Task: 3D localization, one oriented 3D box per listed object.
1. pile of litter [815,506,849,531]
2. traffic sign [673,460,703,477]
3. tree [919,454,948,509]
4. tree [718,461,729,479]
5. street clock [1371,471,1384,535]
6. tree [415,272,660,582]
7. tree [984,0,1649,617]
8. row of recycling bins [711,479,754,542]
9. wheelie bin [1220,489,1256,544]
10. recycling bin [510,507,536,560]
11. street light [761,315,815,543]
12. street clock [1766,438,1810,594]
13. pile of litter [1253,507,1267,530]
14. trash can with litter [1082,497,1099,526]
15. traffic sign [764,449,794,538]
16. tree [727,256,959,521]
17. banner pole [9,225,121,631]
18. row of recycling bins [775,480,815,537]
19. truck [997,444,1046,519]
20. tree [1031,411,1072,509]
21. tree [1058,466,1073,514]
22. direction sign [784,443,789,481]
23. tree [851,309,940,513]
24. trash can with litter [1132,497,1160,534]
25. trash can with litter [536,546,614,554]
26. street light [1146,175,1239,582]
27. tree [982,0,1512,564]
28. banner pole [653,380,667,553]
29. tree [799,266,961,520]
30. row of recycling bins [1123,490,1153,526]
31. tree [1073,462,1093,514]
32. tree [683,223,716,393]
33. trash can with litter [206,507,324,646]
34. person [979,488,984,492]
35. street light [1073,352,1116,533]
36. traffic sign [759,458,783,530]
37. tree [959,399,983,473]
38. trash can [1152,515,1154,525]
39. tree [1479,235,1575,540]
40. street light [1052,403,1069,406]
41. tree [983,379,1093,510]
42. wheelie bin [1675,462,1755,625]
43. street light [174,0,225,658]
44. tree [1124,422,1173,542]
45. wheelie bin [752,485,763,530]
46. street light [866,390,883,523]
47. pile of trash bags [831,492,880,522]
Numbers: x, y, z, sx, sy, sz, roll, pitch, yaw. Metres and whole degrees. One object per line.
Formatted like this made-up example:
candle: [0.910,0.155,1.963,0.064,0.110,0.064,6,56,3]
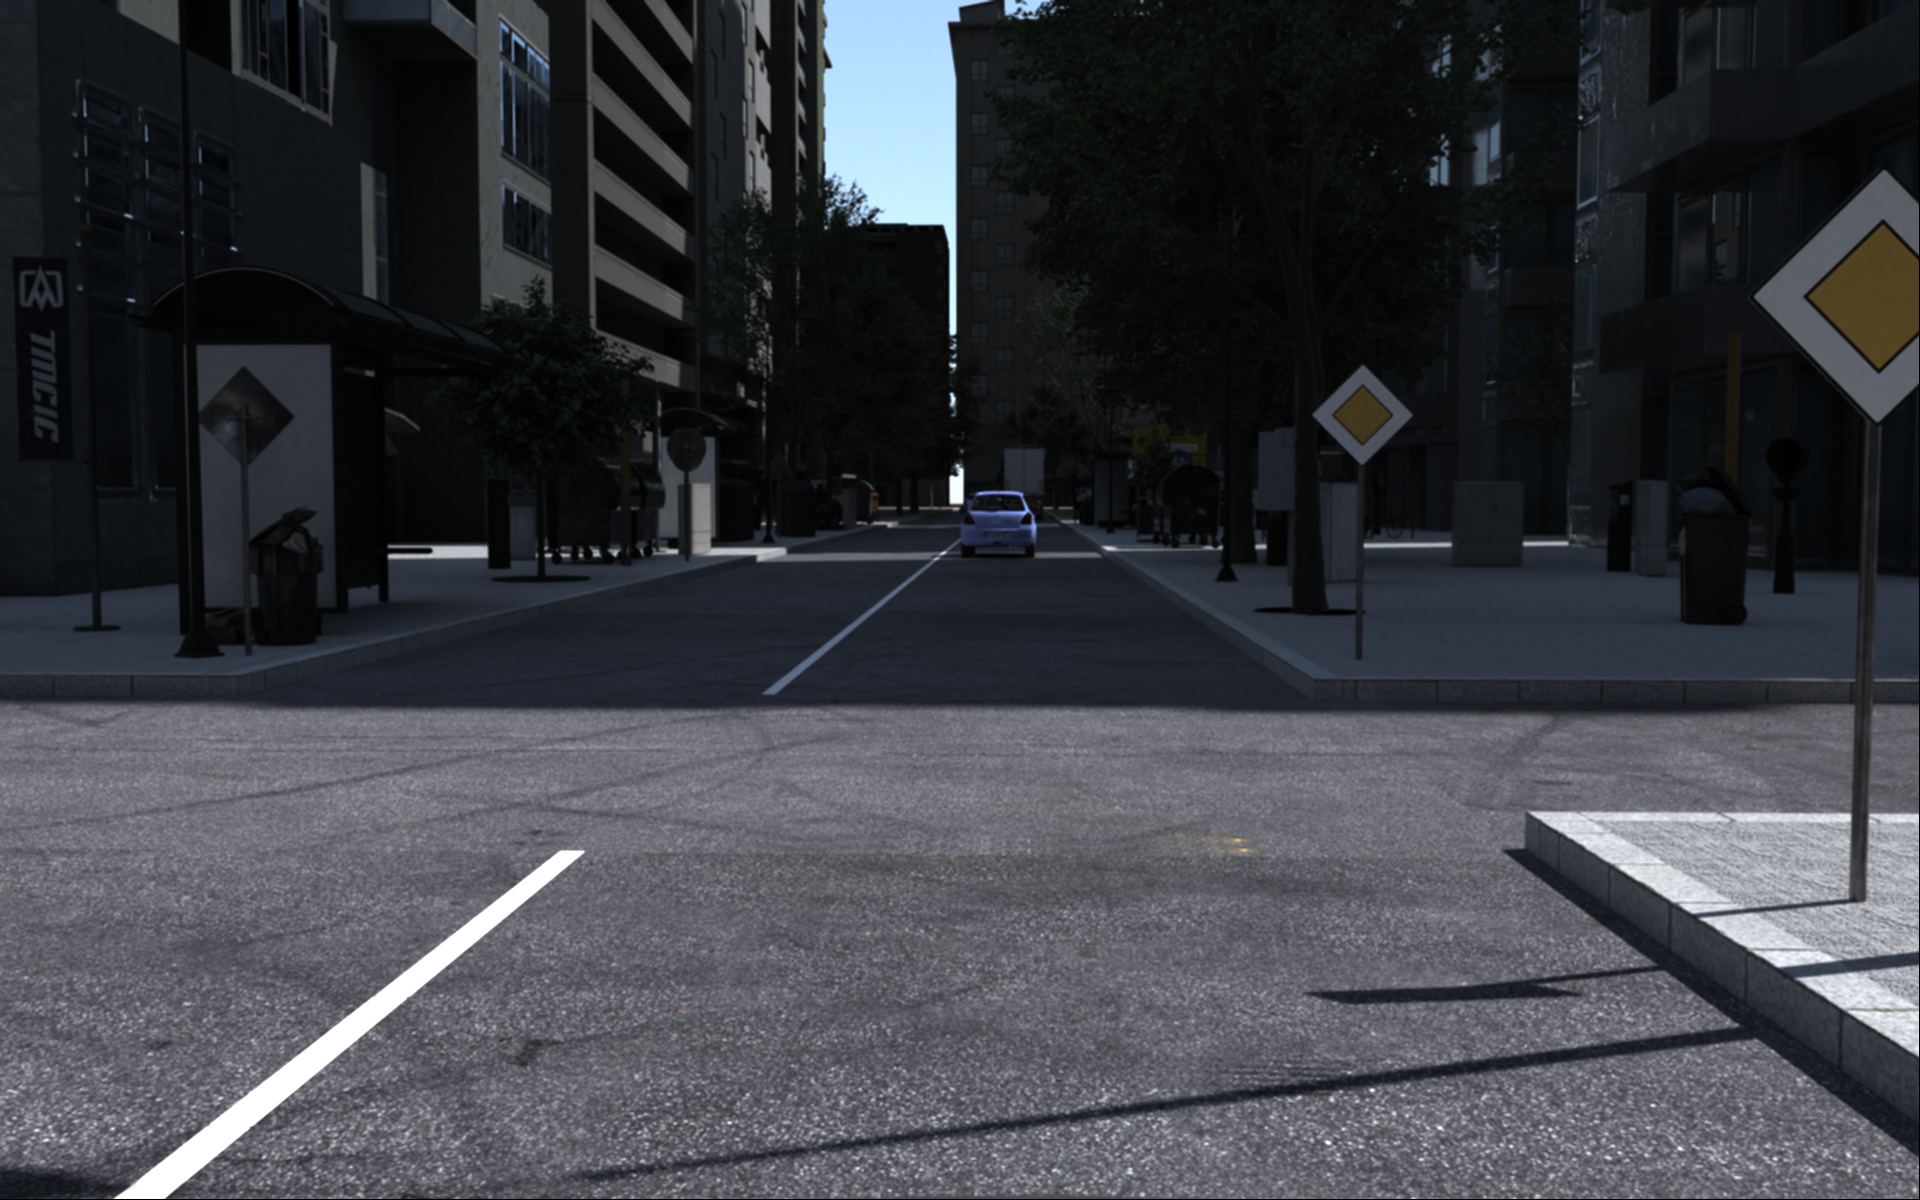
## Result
pile of litter: [-4.792,-2.872,60.929,1.719,0.858,1.176,1,4,19]
traffic sign: [-6.216,-2.406,39.441,0.768,2.556,0.104,1,4,10]
tree: [-2.540,-12.233,150.371,4.360,8.622,3.978,0,3,0]
tree: [-12.451,-5.667,87.257,1.663,3.219,1.824,0,3,0]
street clock: [13.178,-3.066,54.694,0.358,2.002,0.471,3,4,39]
tree: [-6.335,-2.573,25.784,4.285,4.588,4.351,0,3,0]
tree: [3.670,-5.667,18.412,9.928,11.665,9.643,0,3,0]
row of recycling bins: [-6.298,-2.501,48.004,1.069,1.692,3.534,0,4,1]
wheelie bin: [6.960,-2.171,43.409,0.693,1.594,0.980,-2,4,-35]
recycling bin: [-8.681,-1.302,33.842,0.722,1.027,0.722,-1,4,-17]
street light: [-4.475,-4.441,45.149,1.470,5.913,1.316,0,4,2]
street clock: [10.649,-1.086,22.327,0.358,2.002,0.471,-3,4,-37]
pile of litter: [11.086,-2.968,62.486,1.176,0.858,1.719,0,4,7]
trash can with litter: [5.496,-3.618,70.535,1.055,1.170,0.624,2,4,25]
traffic sign: [-5.263,-3.076,50.301,0.884,2.594,0.081,0,4,6]
tree: [-5.195,-8.055,66.113,8.767,10.594,7.601,1,4,11]
banner pole: [-8.373,-1.601,16.193,0.863,3.779,0.401,-1,4,-12]
row of recycling bins: [-5.085,-2.800,52.893,1.069,1.692,3.534,-1,4,-12]
truck: [3.672,-6.985,103.110,2.839,4.237,11.283,0,4,1]
tree: [7.903,-12.197,149.780,4.737,8.622,4.395,0,3,0]
tree: [7.178,-7.014,109.284,1.663,3.219,1.824,0,3,0]
direction sign: [-7.661,-5.215,77.269,0.379,3.537,0.876,1,4,15]
tree: [-3.043,-12.960,118.558,9.857,13.997,8.962,0,3,0]
trash can with litter: [6.219,-2.747,56.309,0.624,1.170,1.055,-3,5,-42]
trash can with litter: [-8.745,-1.637,37.819,2.233,1.210,1.678,3,5,42]
street light: [3.391,-3.231,25.368,1.470,5.913,1.316,0,4,2]
tree: [5.261,-7.652,31.759,9.857,13.997,8.962,0,3,0]
banner pole: [-6.657,-2.951,38.270,0.401,3.779,0.863,0,4,0]
tree: [-4.753,-10.215,85.149,7.486,12.596,7.792,0,3,0]
row of recycling bins: [7.775,-3.947,71.642,1.069,1.692,3.534,3,4,38]
tree: [7.341,-5.908,91.201,1.663,3.219,1.824,0,3,0]
tree: [-5.356,-7.955,55.816,9.928,11.665,9.643,0,3,0]
trash can with litter: [-5.989,-0.206,14.757,1.055,1.170,0.624,0,4,1]
person: [1.249,-5.133,93.133,0.721,1.736,1.217,-1,4,-17]
street light: [4.390,-5.138,56.555,1.470,5.913,1.316,0,4,2]
traffic sign: [-6.819,-3.825,62.549,0.884,2.594,0.081,0,4,7]
tree: [-1.700,-13.685,158.155,8.767,10.594,7.601,-2,4,-30]
trash can: [6.646,-2.943,59.771,0.748,1.137,0.748,0,3,0]
tree: [16.904,-5.996,48.398,4.360,8.622,3.978,0,3,0]
street light: [5.384,-7.090,88.460,1.470,5.913,1.316,0,4,2]
tree: [7.541,-12.563,139.822,7.601,10.594,8.767,2,4,32]
wheelie bin: [7.453,-0.566,17.166,0.693,1.594,0.980,1,4,16]
street light: [-5.480,-2.505,13.504,1.470,5.913,1.316,0,4,2]
tree: [5.368,-3.184,46.656,1.663,3.219,1.824,0,3,0]
wheelie bin: [-7.390,-3.260,61.209,0.693,1.594,0.980,-3,5,-44]
street light: [-3.451,-6.348,76.336,1.470,5.913,1.316,0,4,2]
pile of trash bags: [-4.814,-4.355,80.963,1.912,1.369,3.447,-3,4,-36]
